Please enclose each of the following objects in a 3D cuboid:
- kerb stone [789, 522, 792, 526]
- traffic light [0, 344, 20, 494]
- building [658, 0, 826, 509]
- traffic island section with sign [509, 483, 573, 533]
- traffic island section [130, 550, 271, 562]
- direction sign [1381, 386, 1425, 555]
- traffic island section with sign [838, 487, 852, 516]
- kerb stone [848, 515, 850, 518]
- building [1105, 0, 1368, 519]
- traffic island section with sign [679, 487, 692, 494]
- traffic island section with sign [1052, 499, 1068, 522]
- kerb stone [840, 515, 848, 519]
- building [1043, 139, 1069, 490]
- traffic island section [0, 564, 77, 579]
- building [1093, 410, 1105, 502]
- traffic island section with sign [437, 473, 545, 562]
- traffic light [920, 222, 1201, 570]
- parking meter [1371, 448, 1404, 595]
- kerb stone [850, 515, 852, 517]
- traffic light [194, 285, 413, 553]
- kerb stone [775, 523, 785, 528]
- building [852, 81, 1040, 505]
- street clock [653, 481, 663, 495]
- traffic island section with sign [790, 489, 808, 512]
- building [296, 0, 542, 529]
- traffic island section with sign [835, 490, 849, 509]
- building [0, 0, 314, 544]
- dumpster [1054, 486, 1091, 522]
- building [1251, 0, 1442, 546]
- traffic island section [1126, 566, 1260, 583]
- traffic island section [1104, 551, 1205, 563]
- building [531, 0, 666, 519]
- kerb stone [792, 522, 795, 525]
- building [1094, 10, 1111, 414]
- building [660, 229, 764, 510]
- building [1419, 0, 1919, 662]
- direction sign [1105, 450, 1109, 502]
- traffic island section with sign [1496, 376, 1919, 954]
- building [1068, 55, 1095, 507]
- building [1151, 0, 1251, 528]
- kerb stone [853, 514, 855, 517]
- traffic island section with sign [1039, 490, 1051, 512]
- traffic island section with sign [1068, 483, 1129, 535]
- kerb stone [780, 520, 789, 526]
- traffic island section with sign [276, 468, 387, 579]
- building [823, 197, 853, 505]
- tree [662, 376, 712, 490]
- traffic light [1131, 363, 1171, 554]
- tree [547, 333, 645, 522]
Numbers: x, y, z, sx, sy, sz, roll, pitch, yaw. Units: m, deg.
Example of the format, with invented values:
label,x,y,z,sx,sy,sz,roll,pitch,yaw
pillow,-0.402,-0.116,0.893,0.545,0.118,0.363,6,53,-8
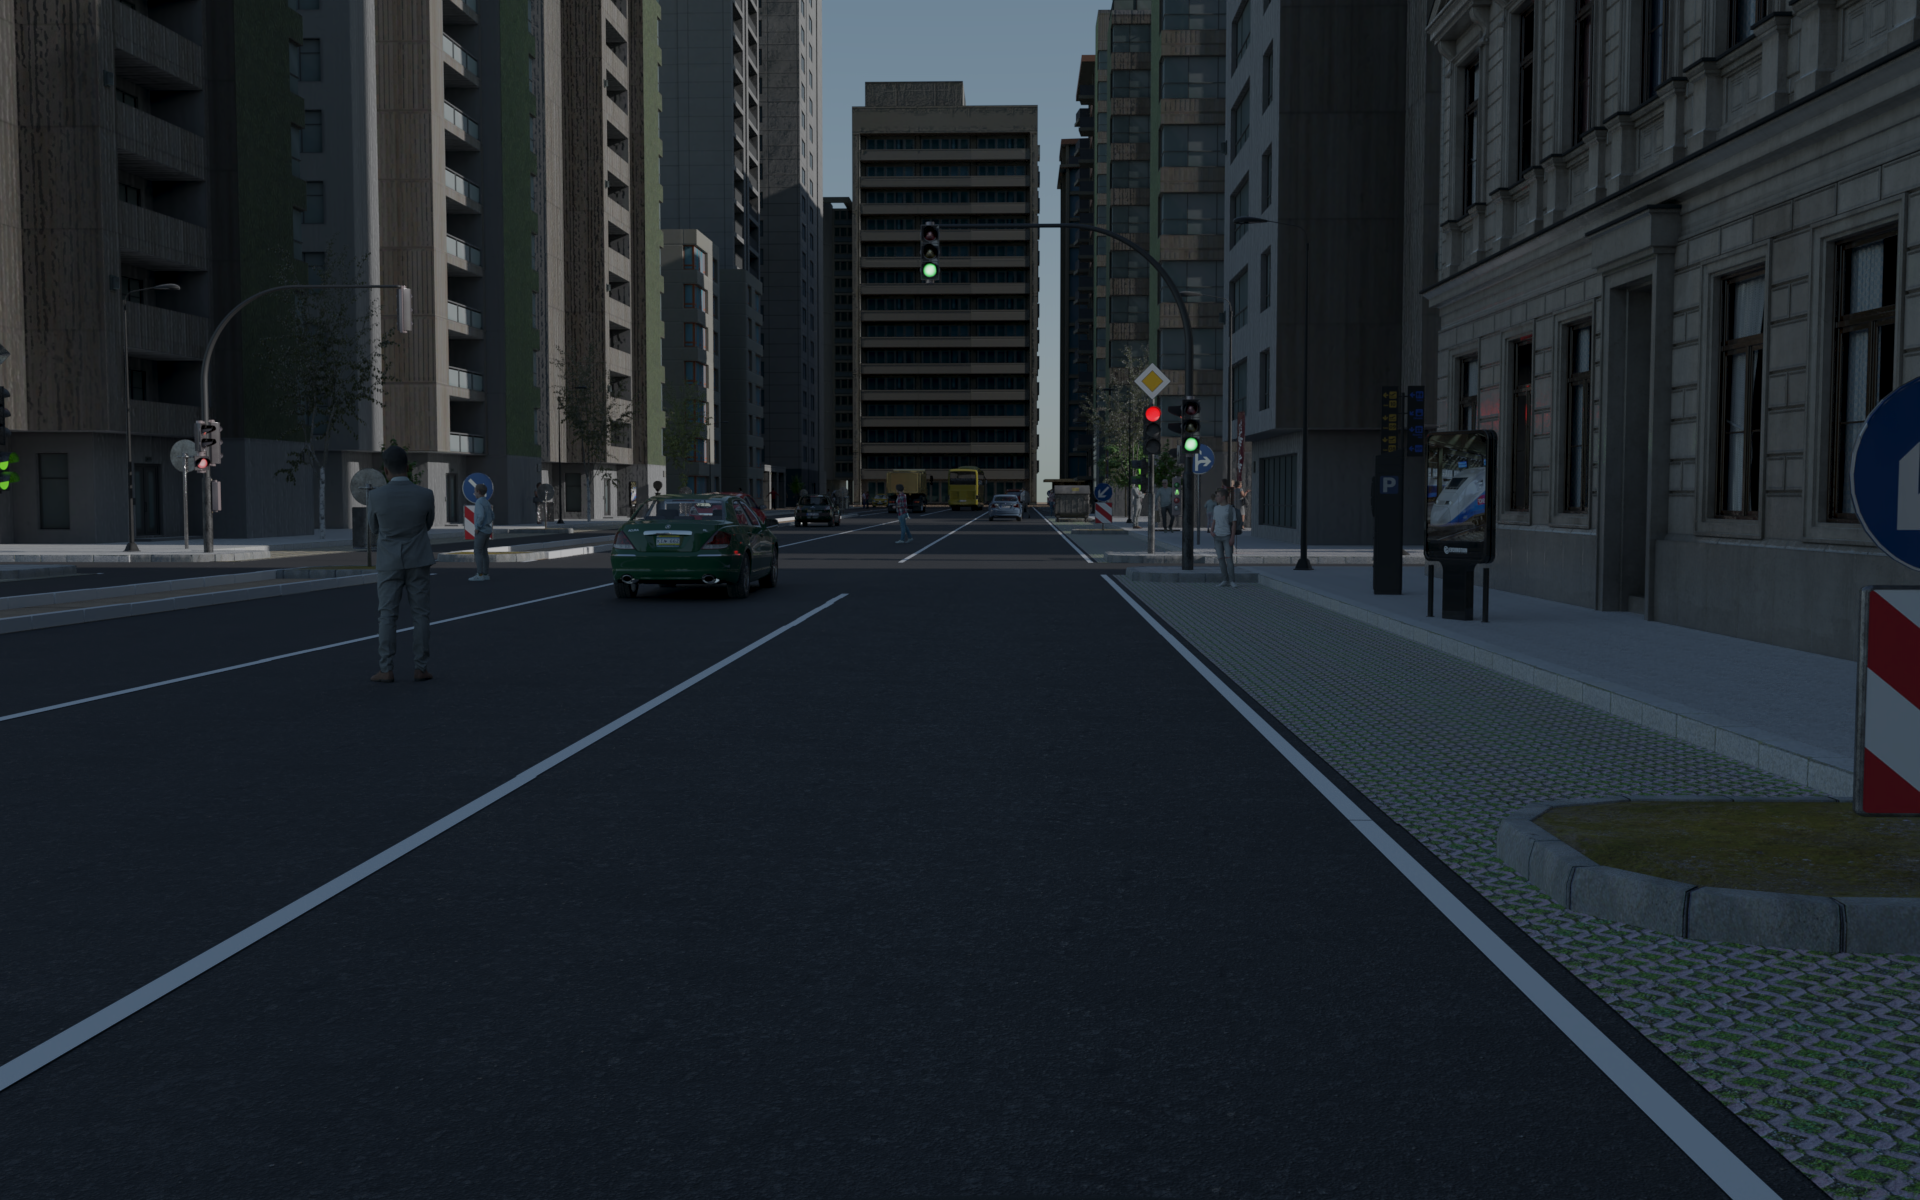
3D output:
label,x,y,z,sx,sy,sz,roll,pitch,yaw
kerb stone,-7.796,-3.397,77.747,0.120,0.150,1.000,0,4,2
traffic light,-16.728,-2.504,29.864,0.839,4.253,0.868,0,4,2
building,-25.196,-45.173,176.831,20.611,71.187,20.563,0,4,2
traffic island section with sign,-15.294,-3.358,63.528,1.989,1.847,2.006,0,4,2
traffic island section,-16.495,-0.960,37.980,2.009,0.180,2.903,0,4,2
direction sign,9.259,-2.709,36.284,0.876,3.537,0.379,1,4,11
traffic island section with sign,-7.654,-6.384,112.517,2.006,1.907,1.989,0,4,2
kerb stone,-6.884,-5.026,104.368,0.120,0.150,1.000,0,4,2
building,15.778,-20.373,104.804,14.160,30.474,14.107,0,4,2
traffic island section with sign,-14.370,-5.006,90.475,1.989,1.847,2.006,0,4,2
traffic island section with sign,5.907,-4.925,89.154,1.989,1.847,2.006,0,4,2
kerb stone,-6.923,-4.963,103.347,0.120,0.150,1.000,0,4,2
building,24.462,-33.749,206.414,28.867,44.769,22.147,0,4,2
traffic island section,-16.768,-0.472,30.000,2.009,0.180,2.903,0,4,2
building,21.699,-49.725,125.668,22.319,86.520,31.000,0,4,2
traffic island section with sign,-10.208,-1.791,37.422,2.006,1.907,1.989,0,4,2
traffic light,1.728,-3.330,29.110,4.771,5.953,1.251,0,4,2
parking meter,5.448,-1.003,22.108,0.399,1.863,0.255,1,4,11
kerb stone,-6.852,-5.089,105.403,0.120,0.150,1.000,0,4,2
traffic light,-14.362,-3.862,37.808,4.771,5.953,1.251,0,4,2
kerb stone,-7.875,-3.272,75.691,0.120,0.150,1.000,0,4,2
building,-1.362,-35.685,207.143,21.600,48.544,21.300,0,4,2
street clock,-16.336,-5.449,93.658,0.471,2.002,0.358,1,4,10
traffic island section with sign,-12.673,-8.067,140.526,1.989,1.847,2.006,0,4,2
building,-25.683,-23.549,68.619,14.154,41.232,14.086,0,4,2
traffic island section with sign,-11.740,-9.715,167.466,1.989,1.847,2.006,0,4,2
building,-27.557,-16.834,46.943,14.160,30.474,14.107,0,4,2
dumpster,5.642,-4.848,87.478,1.865,1.857,1.264,0,4,1
building,14.679,-16.734,45.307,14.107,30.474,14.160,0,4,2
traffic island section,3.861,-0.429,29.293,2.009,0.180,2.903,0,4,2
traffic island section,4.134,-0.917,37.274,2.009,0.180,2.903,0,4,2
building,-23.957,-19.526,90.957,14.160,30.474,14.107,0,4,2
kerb stone,-7.754,-3.458,78.768,0.120,0.150,1.000,0,4,2
building,18.607,-28.542,150.253,14.154,41.232,14.086,0,4,2
building,-30.473,-17.314,128.126,27.650,21.520,28.899,0,4,2
building,11.726,-9.353,17.544,10.561,19.102,19.286,0,4,2
direction sign,7.644,-6.000,90.104,0.379,3.537,0.876,0,4,-3
traffic island section with sign,3.088,0.142,6.299,1.989,1.847,2.006,0,4,2
building,22.553,-31.642,171.970,22.147,44.769,28.867,0,4,2
building,14.756,-23.696,71.030,14.154,41.232,14.086,0,4,2
kerb stone,-6.790,-5.214,107.447,0.120,0.150,1.000,0,4,2
traffic island section with sign,8.561,-9.670,166.733,1.989,1.847,2.006,0,4,2
traffic island section with sign,4.978,-3.256,61.858,1.989,1.847,2.006,0,4,2
kerb stone,-7.835,-3.335,76.719,0.120,0.150,1.000,0,4,2
traffic island section with sign,-10.471,-1.338,30.019,2.006,1.907,1.989,0,4,2
building,-23.946,-31.935,214.012,23.993,40.220,32.217,0,4,2
tree,-17.246,-9.577,106.951,4.737,8.622,4.395,0,3,0
traffic light,4.094,-2.950,37.161,0.839,4.253,0.868,0,4,2
tree,-16.993,-7.922,79.895,4.360,8.622,3.978,0,3,0
